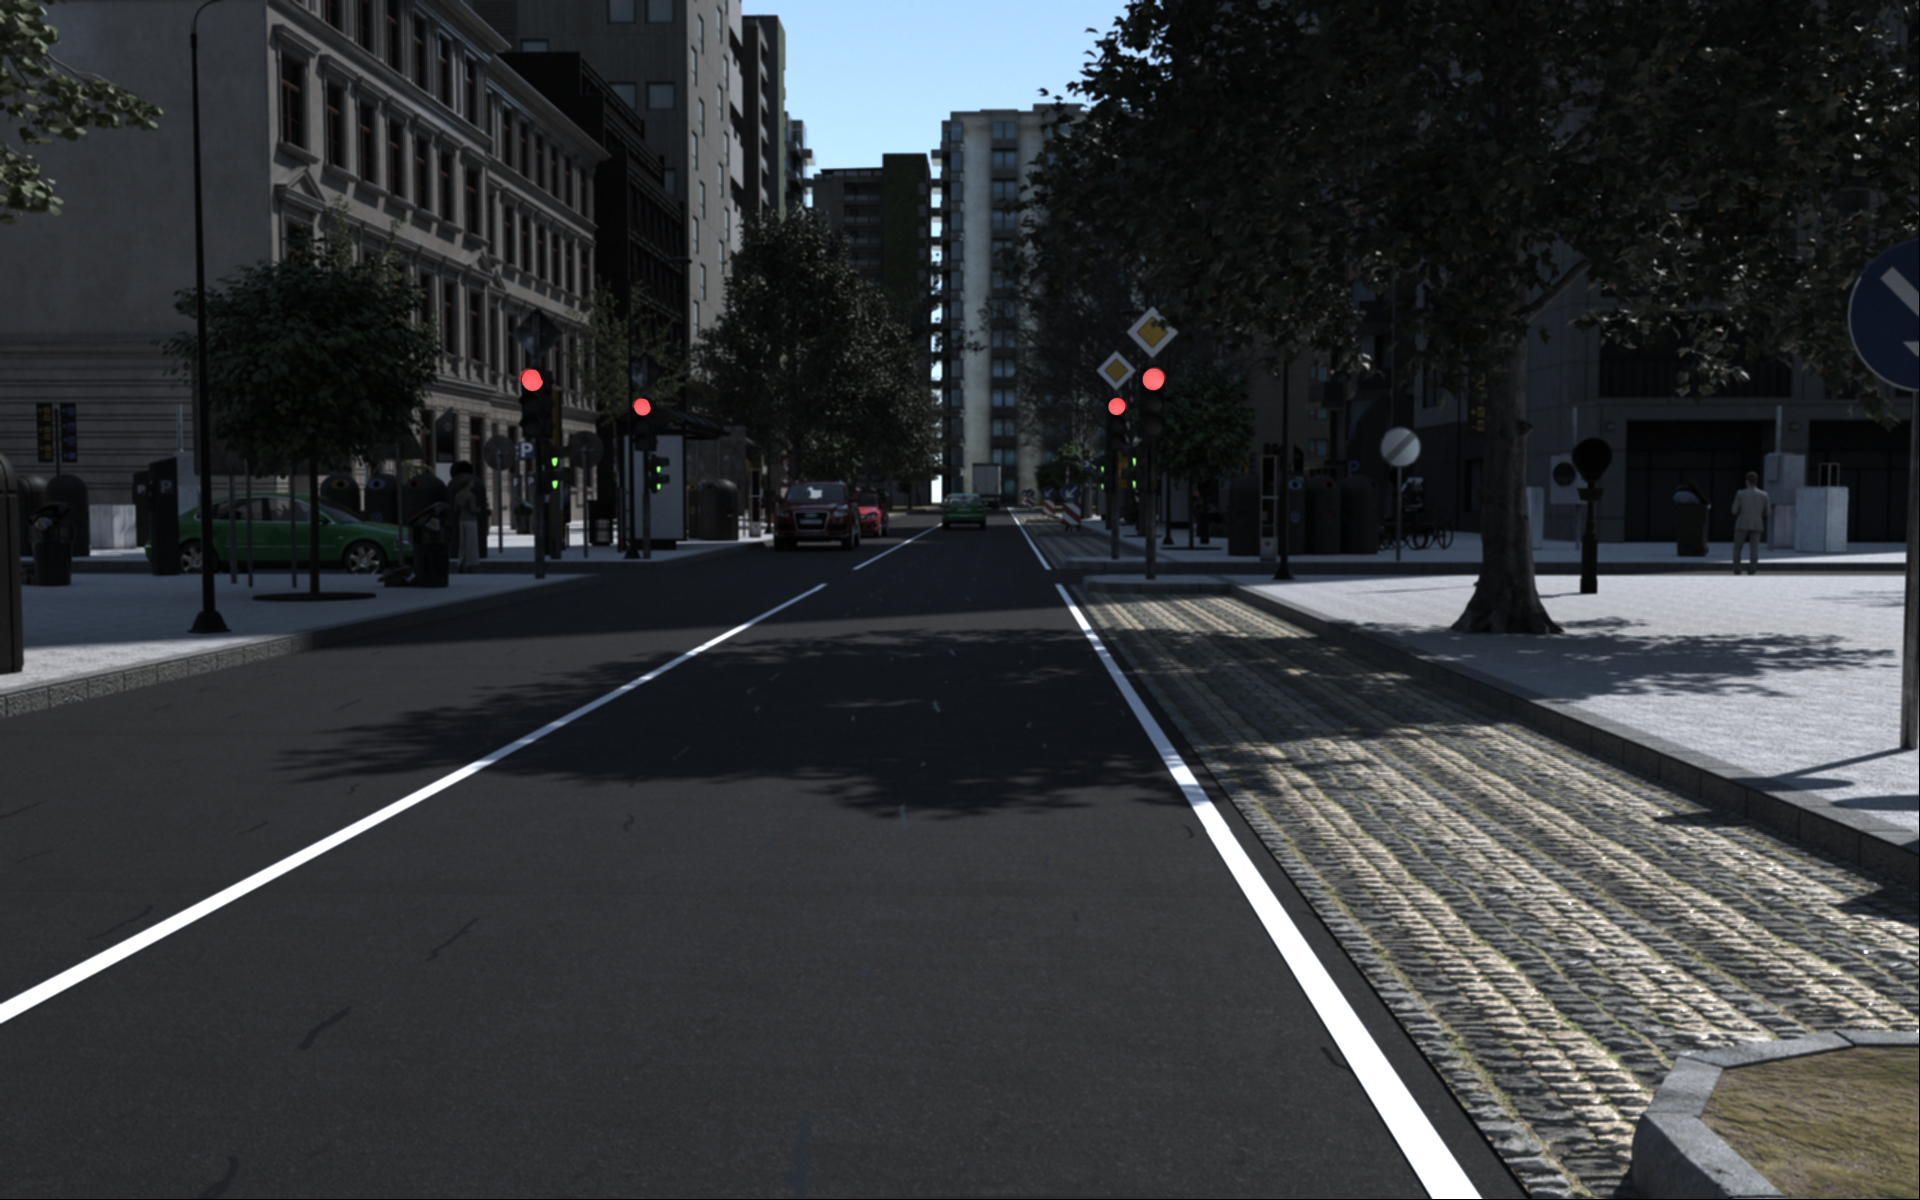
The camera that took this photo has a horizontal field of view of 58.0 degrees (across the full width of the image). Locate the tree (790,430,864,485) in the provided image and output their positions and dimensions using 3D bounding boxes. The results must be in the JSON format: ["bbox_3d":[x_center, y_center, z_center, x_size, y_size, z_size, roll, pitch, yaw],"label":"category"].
[{"bbox_3d":[-6.135,-5.879,79.837,4.285,4.588,4.351,0,3,0],"label":"tree"}]

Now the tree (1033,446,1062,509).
[{"bbox_3d":[6.762,-7.187,101.221,4.285,4.588,4.351,0,3,0],"label":"tree"}]

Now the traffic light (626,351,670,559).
[{"bbox_3d":[-6.177,-2.766,34.149,0.839,4.253,0.868,0,4,1],"label":"traffic light"}]

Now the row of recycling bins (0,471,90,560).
[{"bbox_3d":[-19.585,-1.771,36.067,3.534,1.692,1.069,2,4,23],"label":"row of recycling bins"}]

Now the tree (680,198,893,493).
[{"bbox_3d":[-6.446,-9.205,67.506,9.611,12.733,9.660,0,3,0],"label":"tree"}]

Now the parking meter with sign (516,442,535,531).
[{"bbox_3d":[-14.442,-3.819,58.700,0.543,3.016,1.738,0,4,1],"label":"parking meter with sign"}]

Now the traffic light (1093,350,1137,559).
[{"bbox_3d":[3.033,-2.754,33.957,0.839,4.253,0.868,0,4,1],"label":"traffic light"}]

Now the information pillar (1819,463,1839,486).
[{"bbox_3d":[20.617,-2.241,41.131,0.304,2.012,0.304,-1,4,-20],"label":"information pillar"}]

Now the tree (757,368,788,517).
[{"bbox_3d":[-11.014,-9.057,98.440,4.360,8.622,3.978,0,3,0],"label":"tree"}]

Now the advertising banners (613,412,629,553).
[{"bbox_3d":[-7.487,-2.567,38.158,0.090,3.025,2.074,0,4,-3],"label":"advertising banners"}]

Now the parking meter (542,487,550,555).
[{"bbox_3d":[-8.675,-1.707,36.319,0.372,1.533,0.369,0,3,0],"label":"parking meter"}]

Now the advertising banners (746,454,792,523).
[{"bbox_3d":[-8.415,-4.905,76.385,2.074,3.025,0.090,0,4,8],"label":"advertising banners"}]

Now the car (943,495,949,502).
[{"bbox_3d":[-0.565,-9.355,165.308,2.083,1.381,4.827,0,4,0],"label":"car"}]

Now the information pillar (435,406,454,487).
[{"bbox_3d":[-13.709,-3.352,46.160,0.504,3.616,0.183,-3,5,-44],"label":"information pillar"}]

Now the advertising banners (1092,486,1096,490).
[{"bbox_3d":[9.207,-6.914,109.226,2.074,3.025,0.090,0,4,-5],"label":"advertising banners"}]

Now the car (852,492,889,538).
[{"bbox_3d":[-3.412,-2.980,57.767,2.155,1.783,4.494,0,4,2],"label":"car"}]

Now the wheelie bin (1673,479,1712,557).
[{"bbox_3d":[15.087,-1.700,35.696,0.693,1.594,0.980,2,4,28],"label":"wheelie bin"}]

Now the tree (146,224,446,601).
[{"bbox_3d":[-8.035,-2.293,21.200,4.285,4.588,4.351,0,3,0],"label":"tree"}]

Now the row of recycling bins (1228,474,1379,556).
[{"bbox_3d":[7.228,-1.800,36.545,3.534,1.692,1.069,-2,4,-23],"label":"row of recycling bins"}]

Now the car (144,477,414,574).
[{"bbox_3d":[-11.137,-1.245,29.150,4.718,1.807,1.959,0,4,0],"label":"car"}]

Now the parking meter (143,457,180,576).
[{"bbox_3d":[-12.558,-1.321,27.304,0.399,1.863,0.255,-3,5,-41],"label":"parking meter"}]

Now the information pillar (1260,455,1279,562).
[{"bbox_3d":[5.888,-1.742,32.973,0.304,2.012,0.304,1,4,19],"label":"information pillar"}]

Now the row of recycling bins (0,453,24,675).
[{"bbox_3d":[-7.952,-0.386,13.424,1.069,1.692,3.534,-3,4,-36],"label":"row of recycling bins"}]

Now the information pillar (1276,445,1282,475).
[{"bbox_3d":[14.225,-5.219,76.678,0.504,3.616,0.183,3,5,42],"label":"information pillar"}]

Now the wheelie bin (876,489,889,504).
[{"bbox_3d":[-4.951,-6.195,109.194,0.980,1.594,0.693,-1,4,-22],"label":"wheelie bin"}]

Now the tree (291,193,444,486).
[{"bbox_3d":[-14.599,-5.638,42.550,4.737,8.622,4.395,0,3,0],"label":"tree"}]

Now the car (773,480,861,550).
[{"bbox_3d":[-3.732,-2.267,45.739,2.281,1.827,5.304,0,4,0],"label":"car"}]

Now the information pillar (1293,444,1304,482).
[{"bbox_3d":[15.879,-5.506,81.371,0.504,3.616,0.183,-1,4,-12],"label":"information pillar"}]

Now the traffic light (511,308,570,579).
[{"bbox_3d":[-6.357,-2.278,26.166,0.839,4.253,0.868,0,4,1],"label":"traffic light"}]

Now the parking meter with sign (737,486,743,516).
[{"bbox_3d":[-13.021,-6.442,101.593,1.738,3.016,0.543,-1,4,-15],"label":"parking meter with sign"}]

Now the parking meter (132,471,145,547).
[{"bbox_3d":[-19.712,-2.205,41.767,0.399,1.863,0.255,-1,4,-11],"label":"parking meter"}]

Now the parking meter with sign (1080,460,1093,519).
[{"bbox_3d":[6.600,-5.728,89.908,0.543,3.016,1.738,1,4,10],"label":"parking meter with sign"}]

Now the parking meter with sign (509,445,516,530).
[{"bbox_3d":[-15.943,-4.037,62.271,0.543,3.016,1.738,-1,4,-20],"label":"parking meter with sign"}]

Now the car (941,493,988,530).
[{"bbox_3d":[0.185,-3.814,71.152,1.959,1.807,4.718,0,4,1],"label":"car"}]

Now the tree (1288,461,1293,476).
[{"bbox_3d":[16.588,-5.713,88.010,1.663,3.219,1.824,0,3,0],"label":"tree"}]

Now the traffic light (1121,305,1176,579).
[{"bbox_3d":[2.852,-2.266,25.974,0.839,4.253,0.868,0,4,1],"label":"traffic light"}]

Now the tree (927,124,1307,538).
[{"bbox_3d":[5.600,-8.620,51.306,12.009,13.543,11.850,0,3,0],"label":"tree"}]

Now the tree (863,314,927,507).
[{"bbox_3d":[-5.750,-12.005,106.657,12.009,13.543,11.850,0,3,0],"label":"tree"}]

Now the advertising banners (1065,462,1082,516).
[{"bbox_3d":[6.360,-6.050,95.100,0.090,3.025,2.074,-2,4,-33],"label":"advertising banners"}]

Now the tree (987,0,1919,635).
[{"bbox_3d":[4.999,-6.046,15.862,9.611,12.733,9.660,0,3,0],"label":"tree"}]

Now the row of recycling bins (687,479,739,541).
[{"bbox_3d":[-6.927,-2.546,48.735,1.069,1.692,3.534,-1,4,-19],"label":"row of recycling bins"}]

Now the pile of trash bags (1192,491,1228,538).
[{"bbox_3d":[7.864,-2.590,52.094,1.912,1.369,3.447,-1,4,-20],"label":"pile of trash bags"}]

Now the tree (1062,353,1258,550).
[{"bbox_3d":[5.420,-3.457,40.241,4.285,4.588,4.351,0,3,0],"label":"tree"}]

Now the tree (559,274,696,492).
[{"bbox_3d":[-11.402,-6.636,58.867,4.737,8.622,4.395,0,3,0],"label":"tree"}]

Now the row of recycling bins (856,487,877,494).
[{"bbox_3d":[-6.694,-5.970,104.730,3.534,1.692,1.069,1,4,14],"label":"row of recycling bins"}]

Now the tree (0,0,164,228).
[{"bbox_3d":[-7.832,-5.589,9.501,7.486,12.596,7.792,0,3,0],"label":"tree"}]

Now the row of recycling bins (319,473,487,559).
[{"bbox_3d":[-11.213,-1.699,34.893,3.534,1.692,1.069,1,4,9],"label":"row of recycling bins"}]

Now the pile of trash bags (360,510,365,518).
[{"bbox_3d":[-13.421,-1.758,38.492,1.912,1.369,3.447,3,5,44],"label":"pile of trash bags"}]
